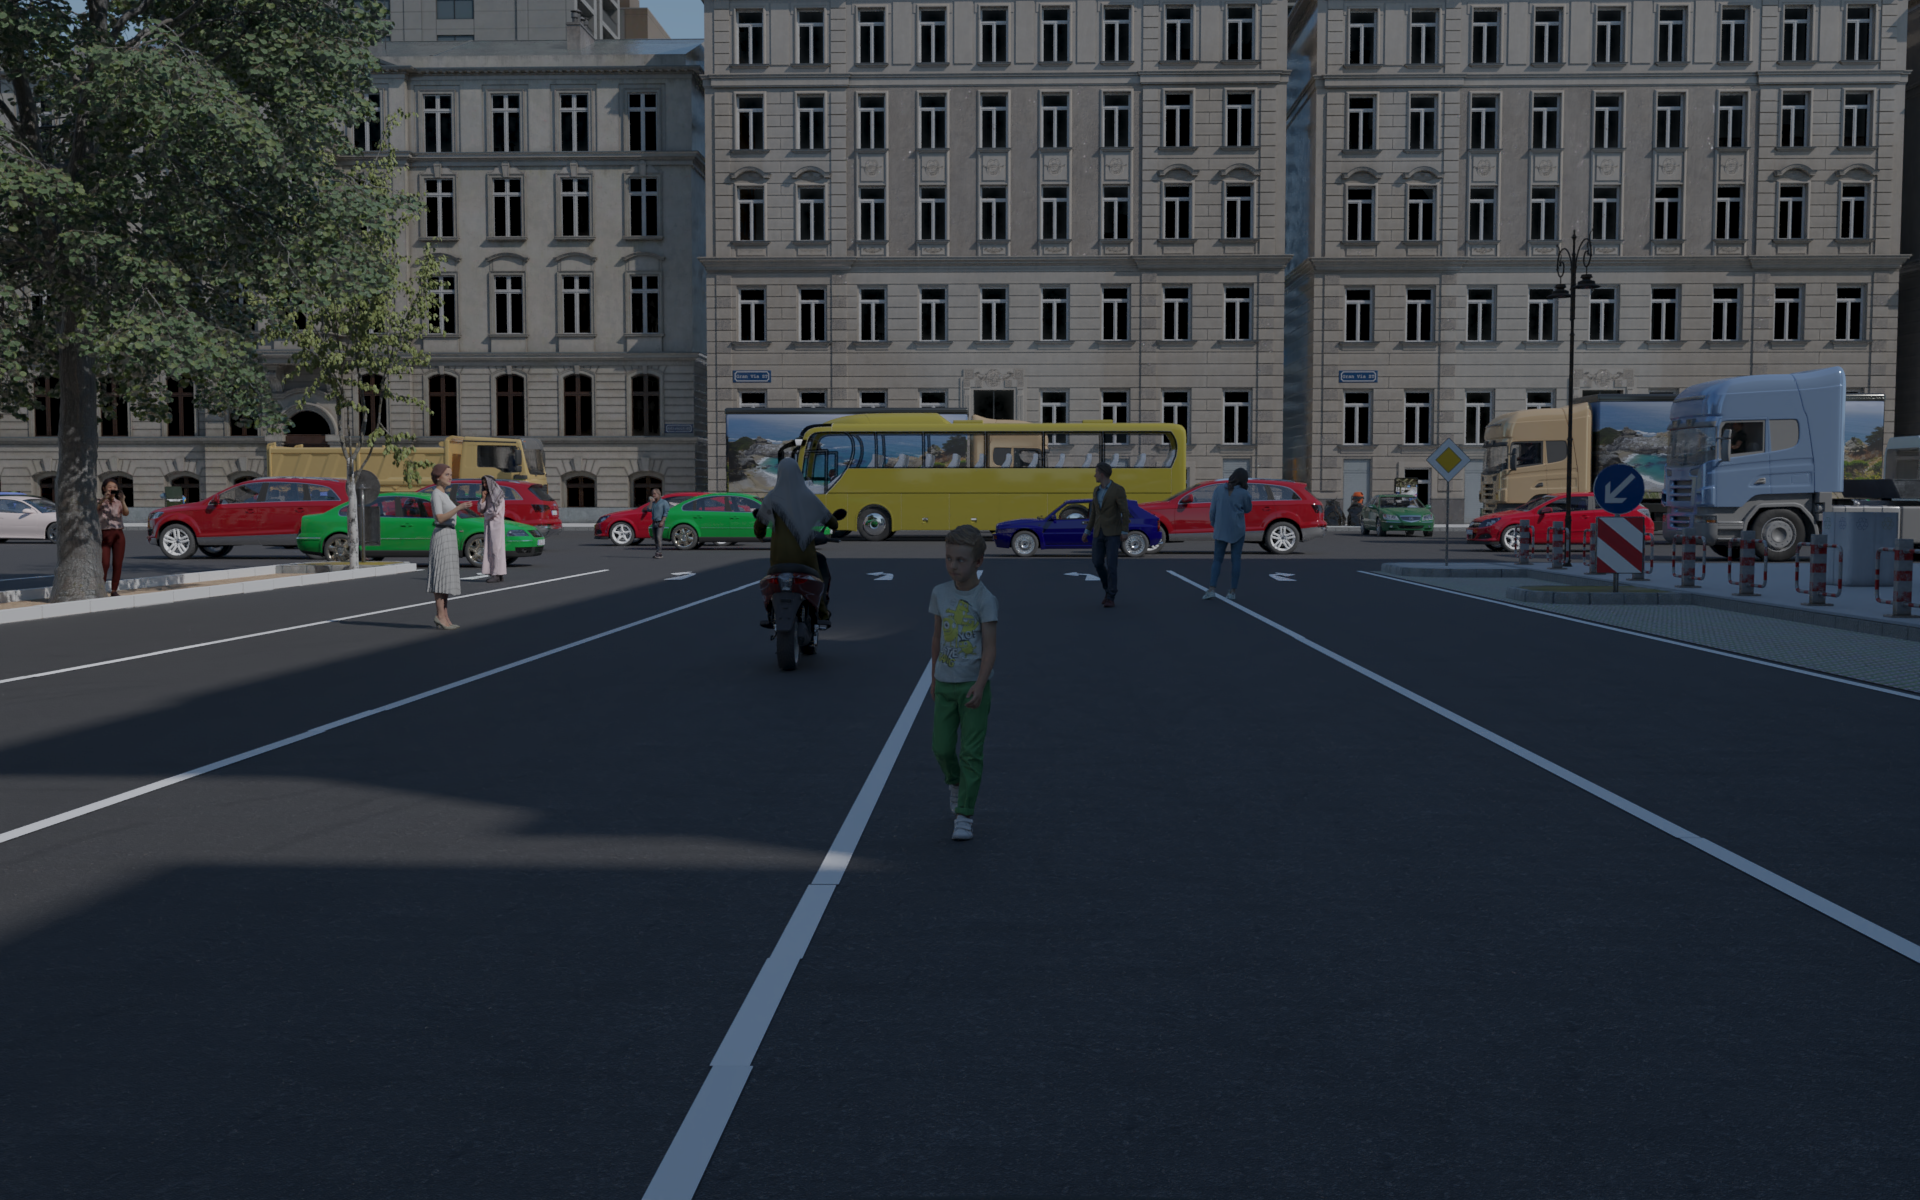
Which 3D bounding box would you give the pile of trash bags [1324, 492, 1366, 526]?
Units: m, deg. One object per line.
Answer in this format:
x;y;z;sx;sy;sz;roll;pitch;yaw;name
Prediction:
15.833;-3.714;70.468;1.912;1.369;3.447;2;4;26;pile of trash bags

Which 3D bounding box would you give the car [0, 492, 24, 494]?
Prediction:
-34.430;-3.269;63.044;3.694;1.707;1.945;0;4;1;car

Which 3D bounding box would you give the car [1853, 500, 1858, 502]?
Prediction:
27.184;-2.731;53.450;4.718;1.807;1.959;0;4;1;car

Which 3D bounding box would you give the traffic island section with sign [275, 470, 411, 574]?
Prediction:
-11.217;-1.452;31.881;2.006;1.907;1.989;0;4;2;traffic island section with sign

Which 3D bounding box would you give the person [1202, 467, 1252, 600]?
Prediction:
3.641;-0.905;23.560;0.793;1.790;0.793;-1;4;-18;person

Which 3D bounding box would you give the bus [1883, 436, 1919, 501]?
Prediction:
36.777;-3.685;55.106;13.247;3.499;2.948;0;4;3;bus

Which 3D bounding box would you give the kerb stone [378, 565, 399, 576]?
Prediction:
-10.212;-0.516;30.655;0.120;0.150;1.000;0;4;2;kerb stone

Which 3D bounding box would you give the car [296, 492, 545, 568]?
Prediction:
-10.653;-1.565;34.391;4.718;1.807;1.959;0;4;0;car

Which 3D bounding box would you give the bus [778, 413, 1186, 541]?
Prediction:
0.704;-3.771;53.204;12.252;3.916;2.896;0;4;3;bus

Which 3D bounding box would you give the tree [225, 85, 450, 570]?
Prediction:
-10.610;-4.717;29.942;4.737;8.622;4.395;0;3;0;tree

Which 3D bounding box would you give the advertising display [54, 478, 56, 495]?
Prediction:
-36.234;-3.929;69.447;0.123;1.923;0.974;-2;4;-28;advertising display

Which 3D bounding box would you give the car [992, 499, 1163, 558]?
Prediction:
2.693;-1.673;39.940;3.894;1.354;1.945;0;4;3;car

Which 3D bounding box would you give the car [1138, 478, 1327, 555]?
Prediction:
6.191;-2.037;41.973;5.304;1.827;2.281;0;4;3;car

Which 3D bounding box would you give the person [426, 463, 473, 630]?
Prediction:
-5.394;-0.569;18.375;0.524;1.755;0.480;0;4;-4;person

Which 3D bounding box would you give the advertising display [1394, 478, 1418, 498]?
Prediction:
17.396;-3.814;67.578;0.974;1.923;0.123;-1;4;-13;advertising display

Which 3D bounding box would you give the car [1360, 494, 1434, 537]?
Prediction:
15.045;-2.934;59.770;2.131;1.459;4.920;0;4;2;car

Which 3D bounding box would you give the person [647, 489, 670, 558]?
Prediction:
-6.741;-1.712;38.702;0.429;1.552;0.499;-3;4;-36;person

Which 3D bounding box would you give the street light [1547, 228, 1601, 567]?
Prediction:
10.730;-3.525;30.426;0.468;5.910;1.993;0;4;2;street light

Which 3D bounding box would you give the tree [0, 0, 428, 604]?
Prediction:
-11.591;-6.930;22.425;9.857;13.997;8.962;0;3;0;tree

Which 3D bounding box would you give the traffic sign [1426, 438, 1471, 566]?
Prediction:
8.694;-1.667;30.896;0.795;2.450;0.064;0;4;2;traffic sign

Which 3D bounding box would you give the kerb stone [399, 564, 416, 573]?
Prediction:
-10.180;-0.572;31.682;0.120;0.150;1.000;0;4;2;kerb stone

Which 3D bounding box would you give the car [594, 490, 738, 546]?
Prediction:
-7.979;-2.406;48.374;4.494;1.783;2.155;0;4;1;car

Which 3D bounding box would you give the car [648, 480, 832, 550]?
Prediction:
-5.671;-2.207;44.883;4.718;1.807;1.959;0;4;0;car

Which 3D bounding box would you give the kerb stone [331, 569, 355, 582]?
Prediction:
-10.282;-0.391;28.596;0.120;0.150;1.000;0;4;2;kerb stone

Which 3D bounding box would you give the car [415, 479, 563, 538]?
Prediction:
-12.738;-2.137;43.606;5.304;1.827;2.281;0;4;0;car

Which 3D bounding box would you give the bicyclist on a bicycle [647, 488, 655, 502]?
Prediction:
-9.843;-2.819;56.120;1.625;1.676;1.499;0;4;4;bicyclist on a bicycle

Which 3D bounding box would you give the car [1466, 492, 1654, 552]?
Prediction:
14.978;-2.099;43.367;4.494;1.783;2.155;0;4;2;car

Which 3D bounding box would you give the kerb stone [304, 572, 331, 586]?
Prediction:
-10.315;-0.328;27.562;0.120;0.150;1.000;0;4;2;kerb stone

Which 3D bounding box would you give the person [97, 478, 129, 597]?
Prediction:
-11.591;-0.839;23.681;0.517;1.644;0.566;0;4;0;person

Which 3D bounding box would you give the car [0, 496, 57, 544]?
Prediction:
-27.303;-2.342;50.659;4.827;1.381;2.083;0;4;3;car

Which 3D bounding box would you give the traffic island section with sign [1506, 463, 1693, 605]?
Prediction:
8.461;-0.893;23.229;1.989;1.847;2.006;0;4;2;traffic island section with sign

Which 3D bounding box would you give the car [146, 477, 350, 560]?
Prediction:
-15.435;-1.837;38.713;5.304;1.827;2.281;0;4;2;car

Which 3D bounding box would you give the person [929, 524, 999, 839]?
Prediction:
0.016;0.328;7.391;0.306;1.304;0.590;0;4;5;person

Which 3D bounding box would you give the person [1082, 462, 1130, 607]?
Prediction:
1.870;-0.844;22.213;0.656;1.842;0.836;1;4;15;person

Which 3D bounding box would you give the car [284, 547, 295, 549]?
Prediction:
-16.845;-2.258;46.515;1.945;1.707;3.694;0;4;2;car

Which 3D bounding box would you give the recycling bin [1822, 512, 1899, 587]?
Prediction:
12.609;-0.718;24.289;0.722;1.027;0.722;0;4;-4;recycling bin

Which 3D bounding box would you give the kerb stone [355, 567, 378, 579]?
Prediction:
-10.250;-0.455;29.627;0.120;0.150;1.000;0;4;2;kerb stone

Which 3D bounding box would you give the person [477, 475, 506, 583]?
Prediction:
-7.641;-1.167;28.244;0.551;1.740;0.621;2;4;25;person

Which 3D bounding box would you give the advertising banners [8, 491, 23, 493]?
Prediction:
-68.433;-7.950;126.176;0.090;3.025;2.074;1;4;9;advertising banners

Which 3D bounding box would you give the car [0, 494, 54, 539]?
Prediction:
-29.502;-2.752;54.787;4.222;1.686;2.009;0;3;0;car
